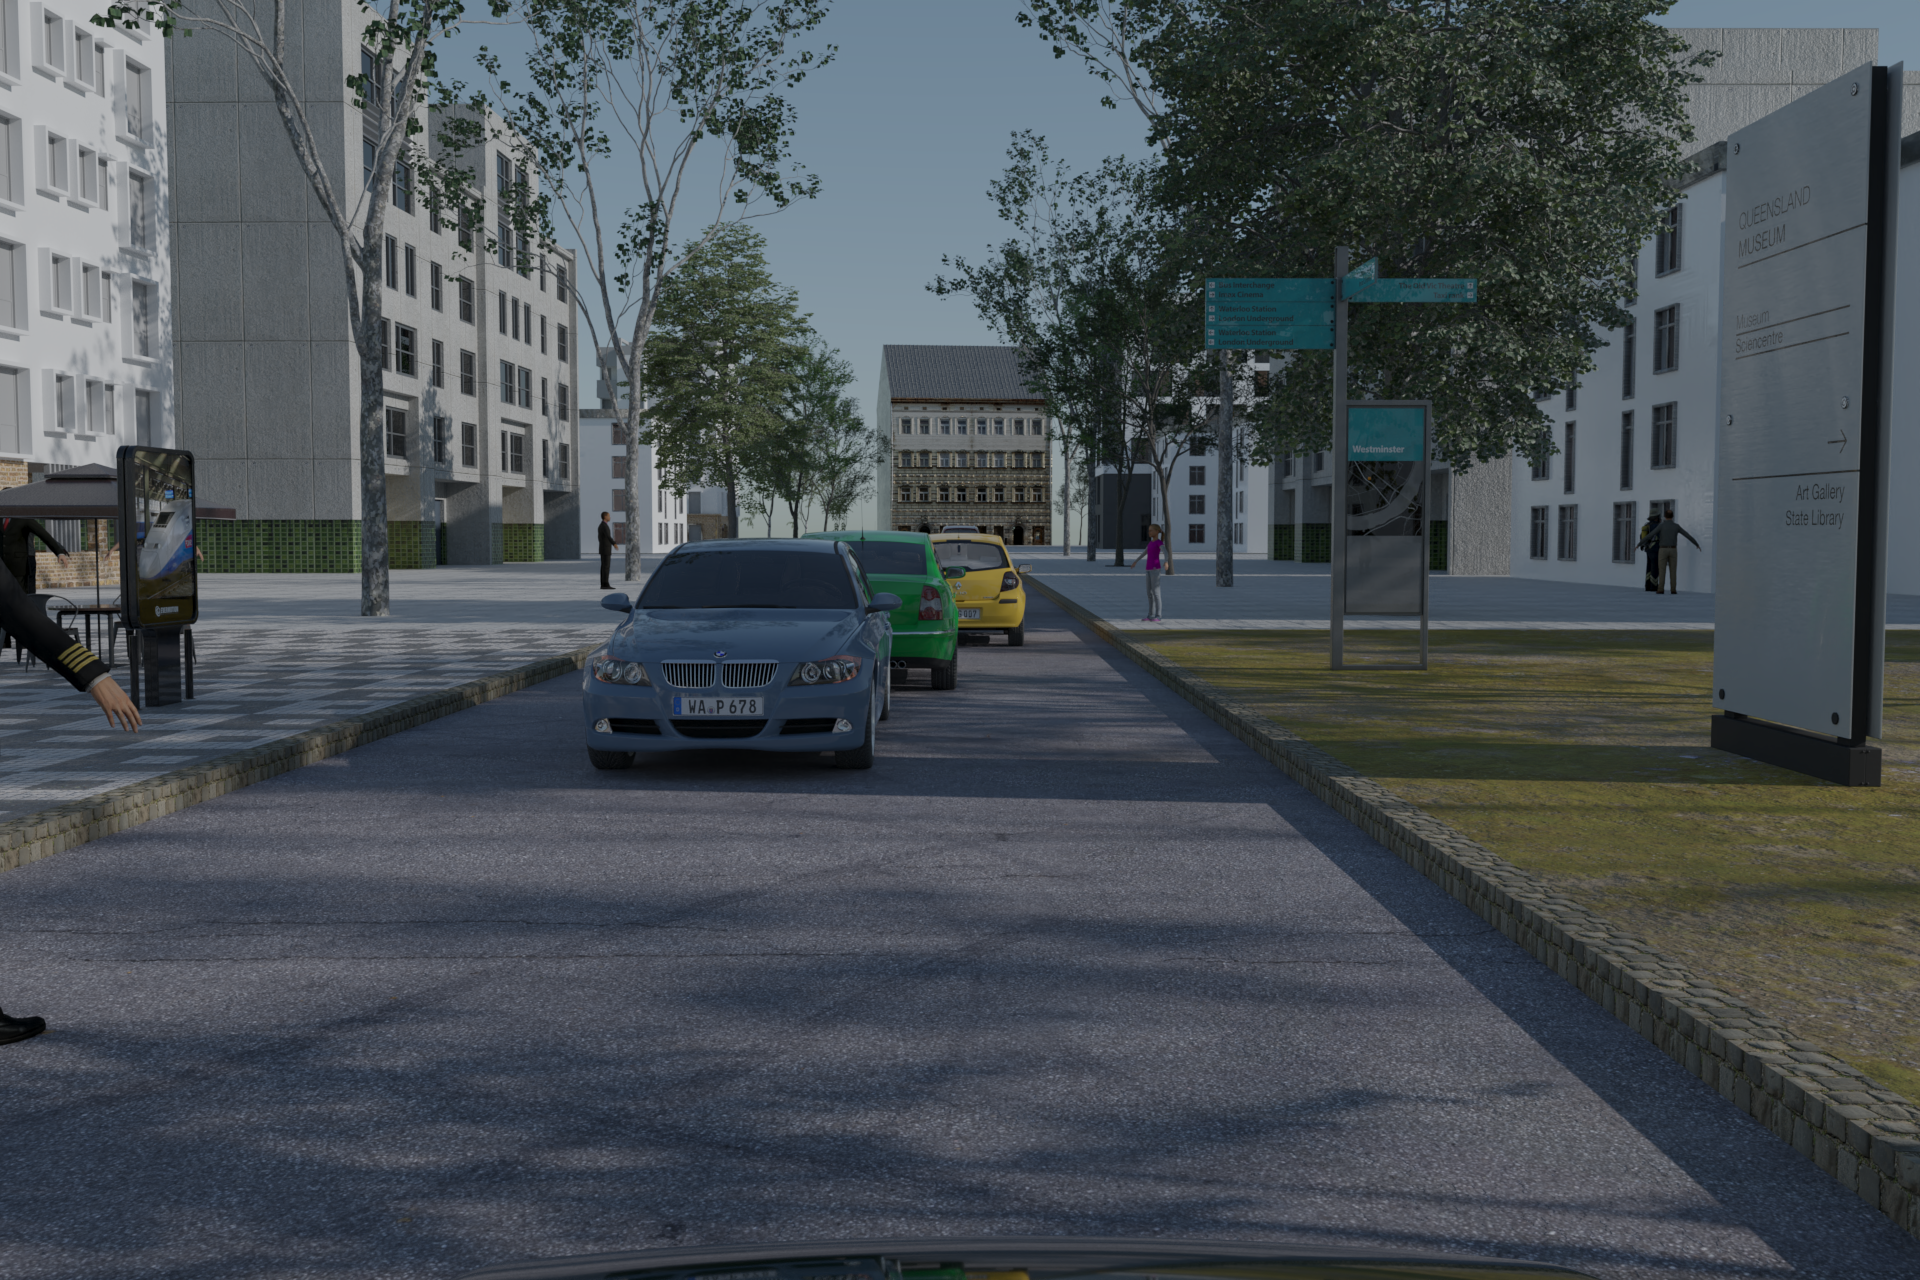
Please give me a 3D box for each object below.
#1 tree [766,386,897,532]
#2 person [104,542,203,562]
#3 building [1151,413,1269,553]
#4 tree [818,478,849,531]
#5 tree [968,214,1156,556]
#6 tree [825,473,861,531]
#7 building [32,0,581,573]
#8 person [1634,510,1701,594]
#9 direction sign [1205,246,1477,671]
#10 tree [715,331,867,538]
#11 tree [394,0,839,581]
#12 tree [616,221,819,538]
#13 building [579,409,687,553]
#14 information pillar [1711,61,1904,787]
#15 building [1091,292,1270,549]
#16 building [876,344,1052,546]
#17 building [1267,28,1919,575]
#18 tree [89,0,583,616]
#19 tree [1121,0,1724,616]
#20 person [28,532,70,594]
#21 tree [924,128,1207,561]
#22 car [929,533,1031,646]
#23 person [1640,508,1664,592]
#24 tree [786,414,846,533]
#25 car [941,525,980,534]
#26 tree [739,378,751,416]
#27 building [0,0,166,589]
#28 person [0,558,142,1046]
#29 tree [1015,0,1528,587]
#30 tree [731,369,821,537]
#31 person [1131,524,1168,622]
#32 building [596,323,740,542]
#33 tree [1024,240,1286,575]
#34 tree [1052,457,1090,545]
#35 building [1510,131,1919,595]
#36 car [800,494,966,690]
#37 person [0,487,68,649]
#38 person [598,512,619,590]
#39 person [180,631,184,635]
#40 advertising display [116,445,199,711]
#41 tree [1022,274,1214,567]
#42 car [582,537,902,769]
[{"bbox_3d":[-8.486,-10.672,108.904,8.767,10.594,7.601,-1,4,-21],"label":"tree"},{"bbox_3d":[-11.396,-1.143,24.549,1.347,1.847,0.705,0,4,-5],"label":"person"},{"bbox_3d":[20.558,-11.668,132.920,9.099,9.664,28.070,0,4,0],"label":"building"},{"bbox_3d":[-14.397,-15.319,200.833,4.737,8.622,4.395,0,3,0],"label":"tree"},{"bbox_3d":[7.746,-15.014,101.362,12.611,20.169,13.585,0,3,0],"label":"tree"},{"bbox_3d":[-13.217,-14.981,195.304,4.737,8.622,4.395,0,3,0],"label":"tree"},{"bbox_3d":[-27.844,-12.550,71.646,16.747,18.905,31.486,0,4,1],"label":"building"},{"bbox_3d":[15.135,-1.881,37.024,1.348,1.796,0.705,1,4,15],"label":"person"},{"bbox_3d":[3.554,-1.644,15.647,2.525,3.948,1.411,0,4,-1],"label":"direction sign"},{"bbox_3d":[-8.611,-9.994,89.152,9.928,11.665,9.643,0,3,0],"label":"tree"},{"bbox_3d":[-9.355,-11.765,48.239,12.611,20.169,13.585,0,3,0],"label":"tree"},{"bbox_3d":[-8.795,-8.894,63.545,7.486,12.596,7.792,0,3,0],"label":"tree"},{"bbox_3d":[-24.963,-11.502,130.213,9.099,9.664,28.070,0,4,1],"label":"building"},{"bbox_3d":[4.597,-1.112,9.499,0.184,3.620,1.656,0,4,0],"label":"information pillar"},{"bbox_3d":[26.001,-19.511,162.971,27.936,21.610,32.646,0,4,0],"label":"building"},{"bbox_3d":[0.134,-22.457,200.563,18.063,23.208,19.493,0,4,-7],"label":"building"},{"bbox_3d":[23.629,-12.409,69.340,16.747,18.905,31.486,0,4,0],"label":"building"},{"bbox_3d":[-10.515,-10.481,27.248,12.611,20.169,13.585,0,3,0],"label":"tree"},{"bbox_3d":[6.967,-7.354,26.900,9.857,13.997,8.962,0,3,0],"label":"tree"},{"bbox_3d":[-15.362,-1.365,28.449,1.348,1.813,0.705,0,4,-5],"label":"person"},{"bbox_3d":[5.175,-13.827,81.960,12.611,20.169,13.585,0,3,0],"label":"tree"},{"bbox_3d":[-0.015,-0.815,23.543,2.015,1.641,3.980,0,3,0],"label":"car"},{"bbox_3d":[15.493,-2.008,38.616,0.705,1.856,1.354,-1,4,-8],"label":"person"},{"bbox_3d":[-9.119,-9.198,100.747,4.360,8.622,3.978,0,3,0],"label":"tree"},{"bbox_3d":[0.012,-4.013,74.284,2.281,1.827,5.304,0,4,-1],"label":"car"},{"bbox_3d":[-25.925,-20.895,197.520,12.611,20.169,13.585,0,3,0],"label":"tree"},{"bbox_3d":[-26.353,-10.844,33.721,16.016,20.090,11.380,0,3,0],"label":"building"},{"bbox_3d":[-2.865,0.215,4.877,1.347,1.837,0.705,2,4,25],"label":"person"},{"bbox_3d":[7.700,-11.306,40.735,12.611,20.169,13.585,0,3,0],"label":"tree"},{"bbox_3d":[-8.351,-7.590,74.451,4.360,8.622,3.978,0,3,0],"label":"tree"},{"bbox_3d":[2.780,-0.982,25.316,0.599,1.433,0.991,-2,4,-24],"label":"person"},{"bbox_3d":[-26.633,-18.350,156.439,16.016,20.090,11.380,0,4,1],"label":"building"},{"bbox_3d":[6.505,-7.327,54.216,8.767,10.594,7.601,-1,4,-14],"label":"tree"},{"bbox_3d":[13.934,-16.000,196.019,7.601,10.594,8.767,0,4,6],"label":"tree"},{"bbox_3d":[20.721,-5.819,37.292,9.099,9.664,28.070,0,3,0],"label":"building"},{"bbox_3d":[-0.914,-0.519,17.286,1.959,1.807,4.718,0,4,0],"label":"car"},{"bbox_3d":[-10.624,-0.807,19.378,1.347,1.806,0.705,0,4,-1],"label":"person"},{"bbox_3d":[-8.177,-2.070,40.075,0.704,1.802,1.346,-2,4,-26],"label":"person"},{"bbox_3d":[-10.091,-0.981,22.179,0.704,1.843,1.345,-2,4,-34],"label":"person"},{"bbox_3d":[-5.996,-0.475,12.981,0.123,1.923,0.974,0,4,1],"label":"advertising display"},{"bbox_3d":[6.461,-8.699,67.980,9.928,11.665,9.643,0,3,0],"label":"tree"},{"bbox_3d":[-1.396,-0.005,12.092,2.014,1.417,4.499,0,4,0],"label":"car"}]
